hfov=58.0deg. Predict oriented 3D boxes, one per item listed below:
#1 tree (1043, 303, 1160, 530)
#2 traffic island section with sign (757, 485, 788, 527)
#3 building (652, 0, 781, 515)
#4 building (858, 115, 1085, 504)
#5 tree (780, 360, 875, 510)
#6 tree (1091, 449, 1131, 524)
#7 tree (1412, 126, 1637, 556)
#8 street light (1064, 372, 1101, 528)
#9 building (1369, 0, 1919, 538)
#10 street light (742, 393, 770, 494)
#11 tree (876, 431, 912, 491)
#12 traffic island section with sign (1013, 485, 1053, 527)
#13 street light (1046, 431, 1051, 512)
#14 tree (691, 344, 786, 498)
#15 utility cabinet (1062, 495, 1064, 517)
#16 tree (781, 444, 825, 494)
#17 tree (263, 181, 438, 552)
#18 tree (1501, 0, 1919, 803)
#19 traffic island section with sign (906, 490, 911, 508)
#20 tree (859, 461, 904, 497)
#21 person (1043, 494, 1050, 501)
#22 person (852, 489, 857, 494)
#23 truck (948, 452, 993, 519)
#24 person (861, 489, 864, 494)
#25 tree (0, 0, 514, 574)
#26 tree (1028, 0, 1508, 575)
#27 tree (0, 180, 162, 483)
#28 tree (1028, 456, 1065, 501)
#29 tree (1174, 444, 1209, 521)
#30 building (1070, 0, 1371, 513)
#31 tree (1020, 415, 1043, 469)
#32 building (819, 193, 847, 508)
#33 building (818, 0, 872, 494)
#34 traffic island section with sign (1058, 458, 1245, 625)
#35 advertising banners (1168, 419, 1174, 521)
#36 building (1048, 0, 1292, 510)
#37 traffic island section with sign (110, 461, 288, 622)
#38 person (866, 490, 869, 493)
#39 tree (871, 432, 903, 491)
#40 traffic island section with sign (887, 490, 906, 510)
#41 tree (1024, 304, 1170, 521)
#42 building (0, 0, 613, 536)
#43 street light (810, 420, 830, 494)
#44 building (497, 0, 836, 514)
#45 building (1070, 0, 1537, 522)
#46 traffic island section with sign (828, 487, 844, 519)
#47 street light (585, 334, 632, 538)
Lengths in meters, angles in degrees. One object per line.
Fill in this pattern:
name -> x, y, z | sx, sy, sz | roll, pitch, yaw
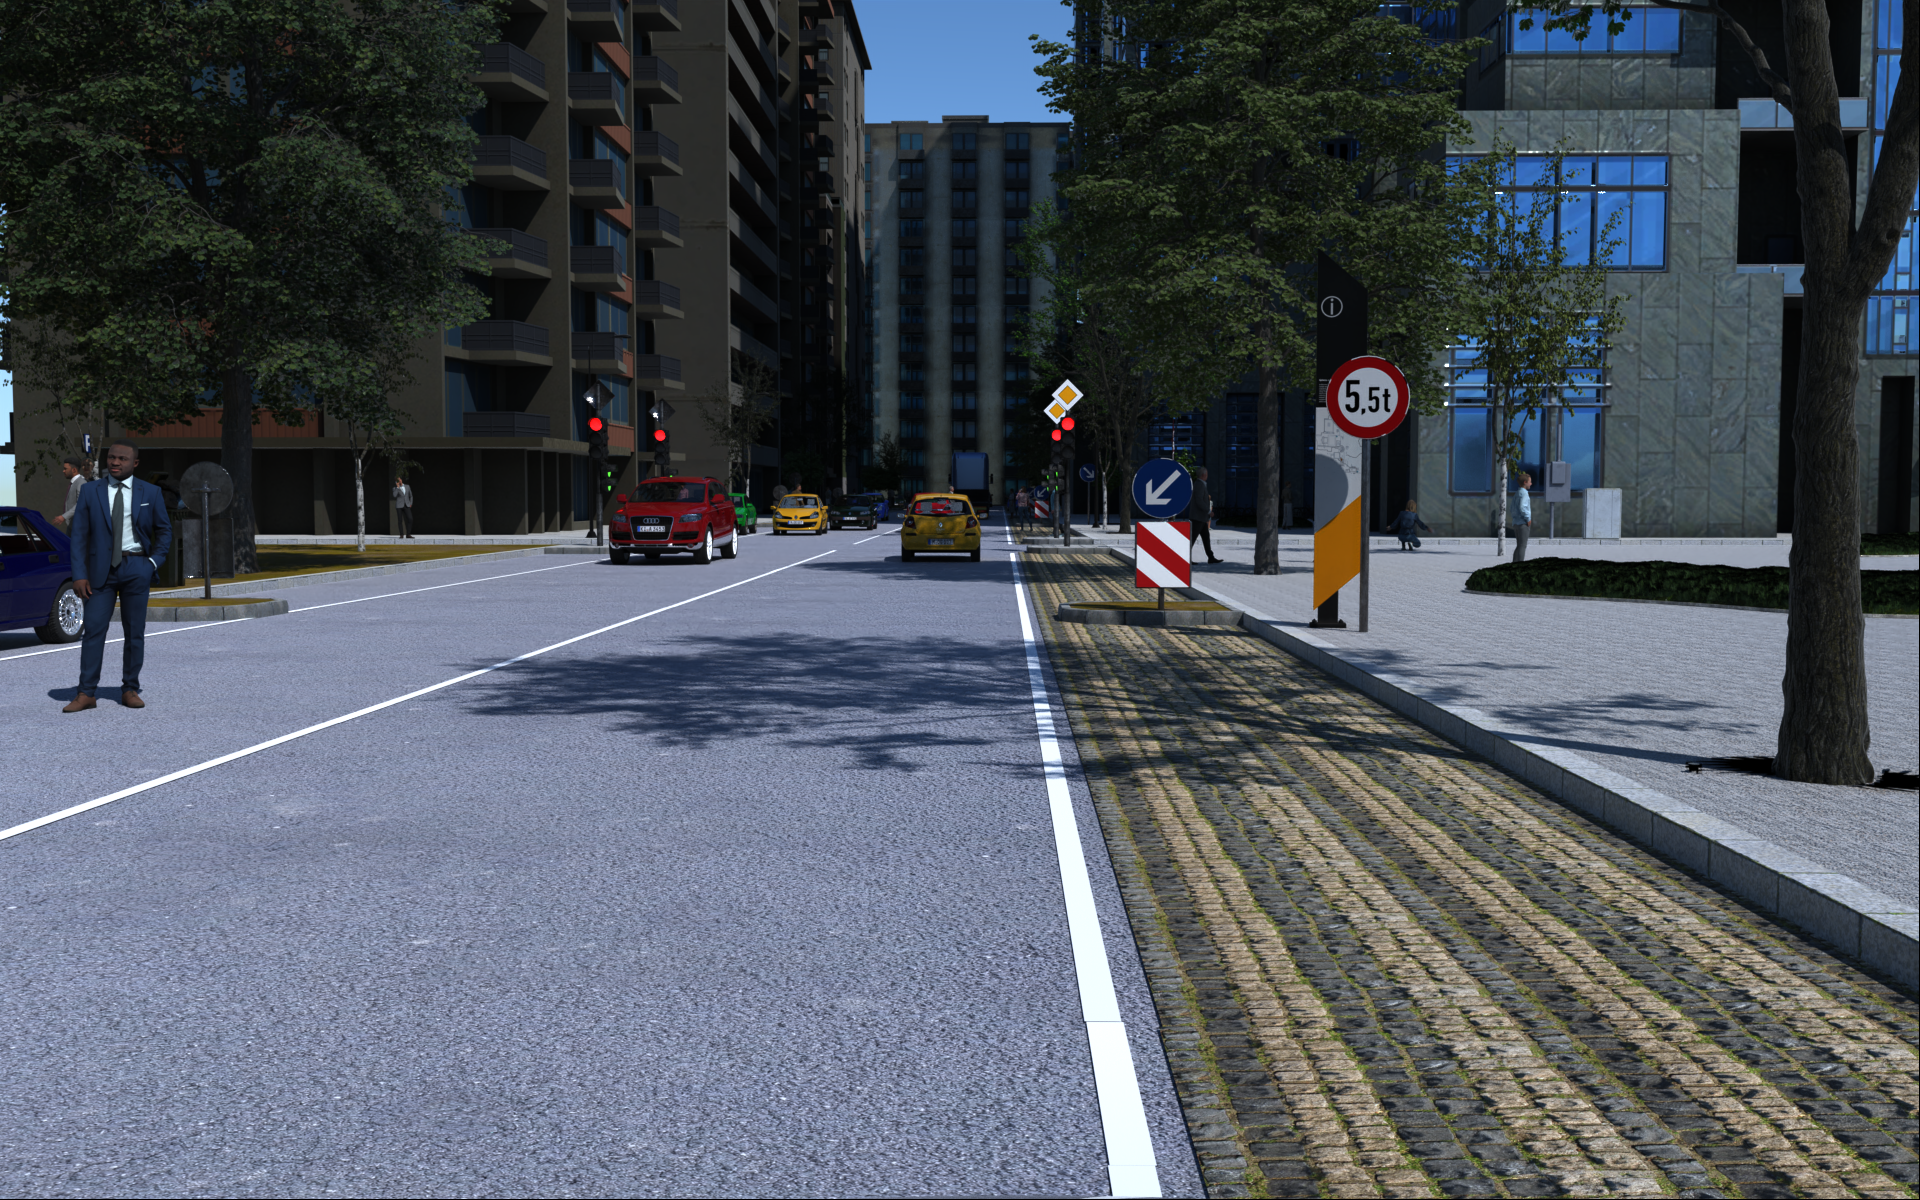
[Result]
tree -> 5.223, -6.834, 62.105 | 4.360, 8.622, 3.978 | 0, 3, 0
traffic island section with sign -> -7.807, -4.085, 75.426 | 1.989, 1.847, 2.006 | 0, 4, 1
building -> -22.325, -29.058, 98.808 | 21.300, 48.544, 21.600 | 0, 4, 1
building -> 0.660, -36.832, 221.817 | 30.456, 49.044, 23.786 | 0, 4, 1
tree -> -9.704, -11.442, 121.489 | 8.767, 10.594, 7.601 | 1, 4, 15
tree -> 6.190, -4.826, 73.513 | 1.663, 3.219, 1.824 | 0, 3, 0
tree -> 11.451, -5.212, 35.580 | 4.737, 8.622, 4.395 | 0, 3, 0
street light -> 4.632, -5.697, 65.684 | 1.470, 5.913, 1.316 | 0, 4, 1
building -> 29.219, -45.658, 59.185 | 31.000, 86.520, 22.319 | 0, 4, 1
street light -> -9.421, -6.540, 79.476 | 1.470, 5.913, 1.316 | 0, 4, 1
tree -> -7.526, -15.097, 197.198 | 4.737, 8.622, 4.395 | 0, 3, 0
traffic island section with sign -> 3.424, -4.073, 75.228 | 1.989, 1.847, 2.006 | 0, 4, 1
street light -> 5.369, -7.470, 94.681 | 1.470, 5.913, 1.316 | 0, 4, 1
tree -> -10.545, -8.170, 83.949 | 4.360, 8.622, 3.978 | 0, 3, 0
utility cabinet -> 5.991, -5.332, 98.336 | 0.306, 1.237, 1.020 | 1, 4, 13
tree -> -10.367, -8.024, 114.900 | 4.285, 4.588, 4.351 | 0, 3, 0
tree -> -13.380, -5.373, 38.213 | 4.360, 8.622, 3.978 | 0, 3, 0
tree -> 4.060, -5.002, 7.544 | 9.928, 11.665, 9.643 | 0, 3, 0
traffic island section with sign -> -5.367, -10.472, 179.847 | 1.989, 1.847, 2.006 | 0, 4, 1
tree -> -8.452, -11.599, 173.365 | 4.285, 4.588, 4.351 | 0, 3, 0
person -> 7.828, -9.266, 158.271 | 1.217, 1.736, 0.721 | 1, 4, 17
person -> -9.541, -9.153, 156.363 | 0.621, 1.740, 0.551 | 3, 5, 45
truck -> 0.540, -7.115, 106.091 | 2.967, 4.110, 18.799 | 0, 4, 1
person -> -8.478, -8.732, 149.529 | 0.721, 1.735, 1.217 | -2, 4, -28
tree -> -11.797, -7.415, 27.893 | 9.857, 13.997, 8.962 | 0, 3, 0
tree -> 4.520, -6.688, 27.483 | 7.486, 12.596, 7.792 | 0, 3, 0
tree -> -19.443, -5.385, 38.407 | 4.360, 8.622, 3.978 | 0, 3, 0
tree -> 6.910, -9.576, 140.284 | 4.285, 4.588, 4.351 | 0, 3, 0
tree -> 8.487, -4.386, 66.312 | 1.663, 3.219, 1.824 | 0, 3, 0
building -> 20.980, -51.233, 150.330 | 22.319, 86.520, 31.000 | 0, 4, 1
tree -> 7.734, -12.538, 155.365 | 4.360, 8.622, 3.978 | 0, 3, 0
building -> -18.270, -23.856, 161.739 | 14.160, 30.474, 14.107 | 0, 4, 1
building -> -24.121, -36.451, 185.218 | 27.495, 52.752, 28.713 | 0, 4, 1
traffic island section with sign -> 2.128, -0.679, 19.733 | 1.989, 1.847, 2.006 | 0, 4, 1
advertising banners -> 4.840, -2.659, 39.659 | 0.090, 3.025, 2.074 | 1, 4, 10
building -> 20.793, -53.166, 181.942 | 22.319, 86.520, 31.000 | 0, 4, 1
traffic island section with sign -> -9.088, -0.718, 20.366 | 1.989, 1.847, 2.006 | 0, 4, 1
person -> -9.477, -10.447, 177.782 | 0.756, 1.711, 0.436 | 0, 4, -4
tree -> -8.303, -15.463, 203.175 | 4.360, 8.622, 3.978 | 0, 3, 0
traffic island section with sign -> -6.010, -8.798, 152.475 | 1.989, 1.847, 2.006 | 0, 4, 1
tree -> 6.213, -8.999, 81.543 | 7.601, 10.594, 8.767 | -3, 5, -40
building -> -22.957, -25.146, 65.757 | 22.147, 44.769, 28.867 | 0, 4, 1
street light -> -8.806, -8.319, 108.556 | 1.470, 5.913, 1.316 | 0, 4, 1
building -> -21.810, -29.681, 139.912 | 22.147, 44.769, 28.867 | 0, 4, 1
building -> 18.237, -48.292, 102.252 | 22.319, 86.520, 31.000 | 0, 4, 1
traffic island section with sign -> -7.174, -5.734, 102.373 | 1.989, 1.847, 2.006 | 0, 4, 1
street light -> -10.238, -4.767, 50.482 | 1.470, 5.913, 1.316 | 0, 4, 1
